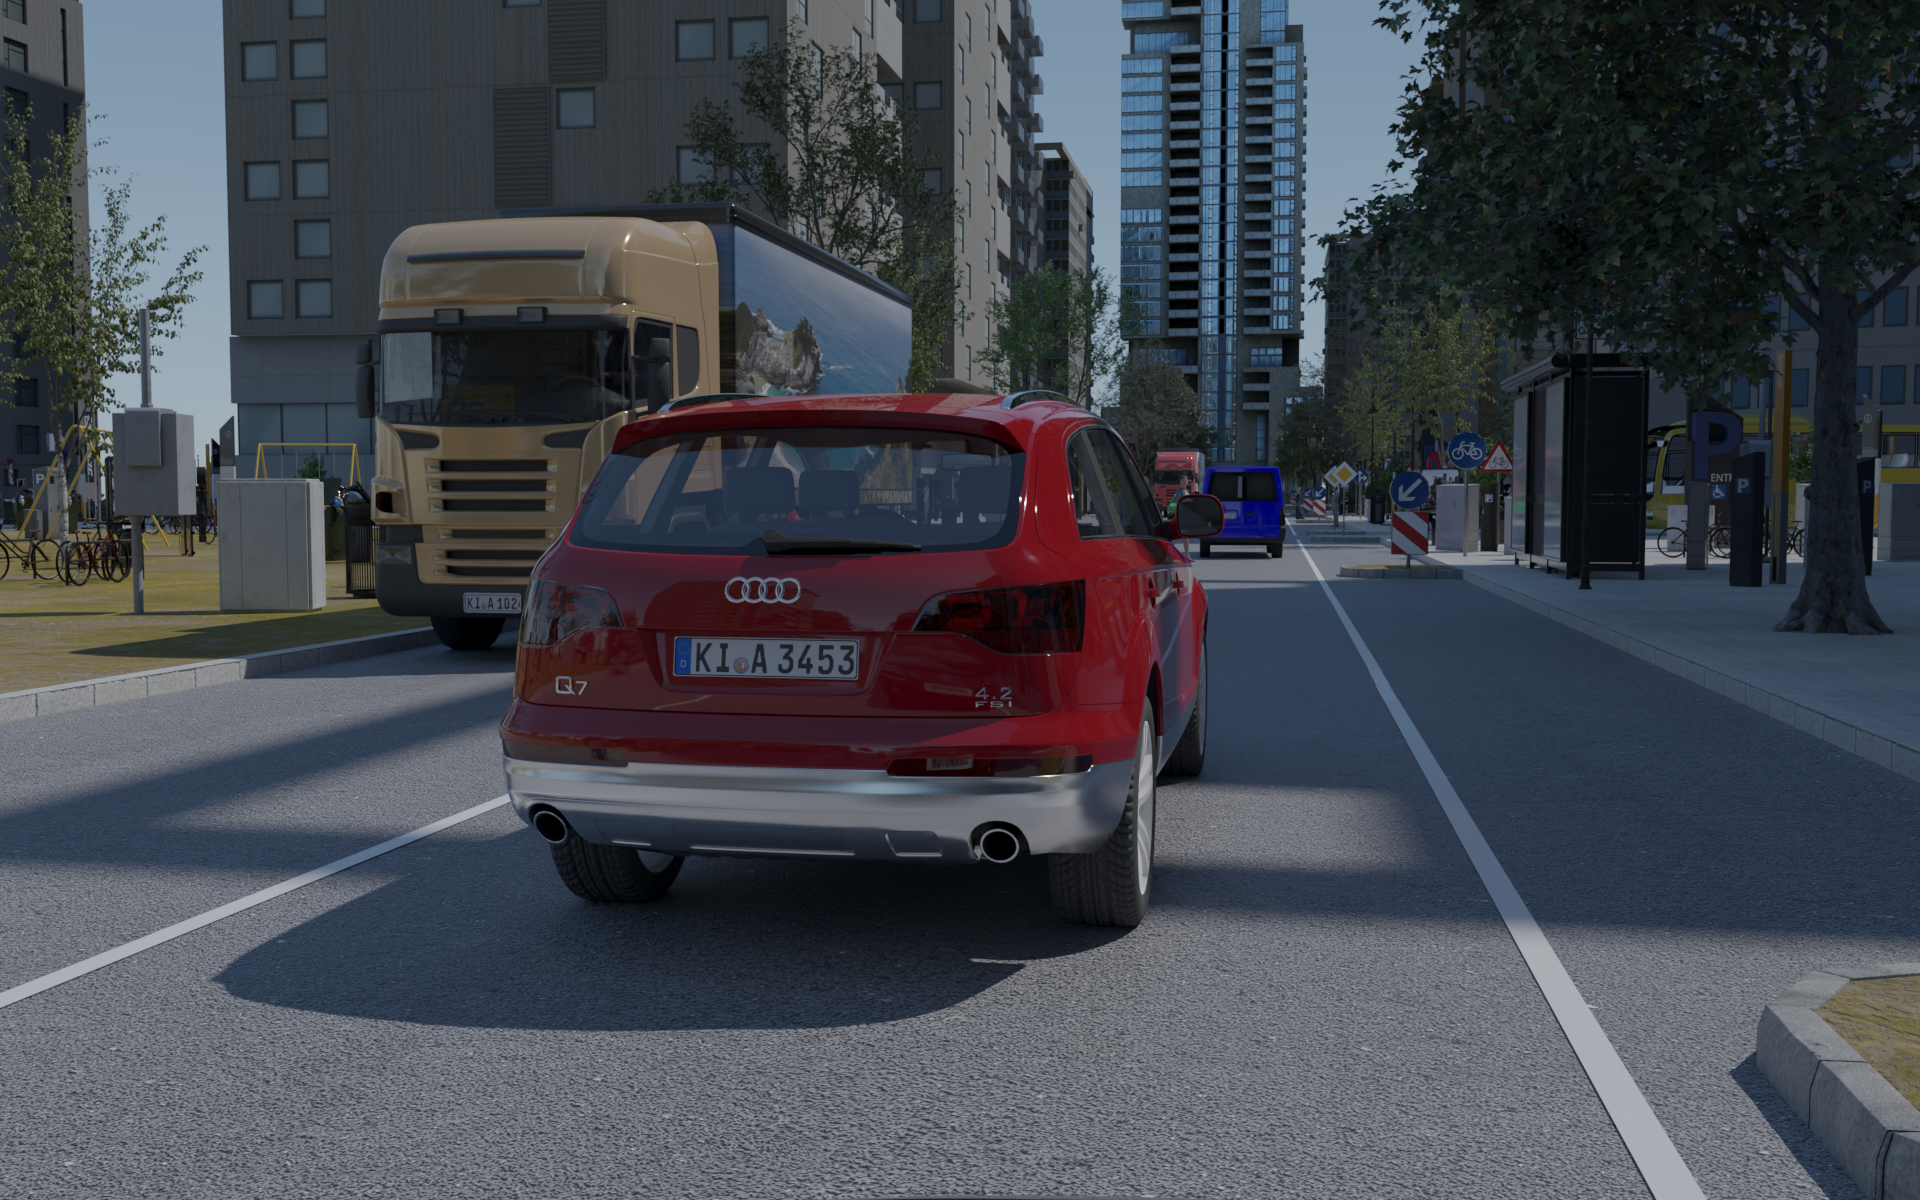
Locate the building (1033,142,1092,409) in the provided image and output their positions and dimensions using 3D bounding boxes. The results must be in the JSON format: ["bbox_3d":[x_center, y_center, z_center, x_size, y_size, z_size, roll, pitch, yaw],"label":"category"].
[{"bbox_3d":[1.462,-30.335,187.866,23.993,40.220,32.217,1,4,10],"label":"building"}]

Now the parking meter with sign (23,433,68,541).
[{"bbox_3d":[-25.639,-3.196,48.519,0.543,3.016,1.738,0,4,-3],"label":"parking meter with sign"}]

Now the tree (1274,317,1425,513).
[{"bbox_3d":[26.637,-12.693,117.898,12.009,13.543,11.850,0,3,0],"label":"tree"}]

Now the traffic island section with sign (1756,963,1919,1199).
[{"bbox_3d":[2.899,0.302,3.695,1.989,1.847,2.006,1,4,10],"label":"traffic island section with sign"}]

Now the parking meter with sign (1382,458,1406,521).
[{"bbox_3d":[20.972,-5.286,82.690,0.543,3.016,1.738,-2,4,-31],"label":"parking meter with sign"}]

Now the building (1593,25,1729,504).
[{"bbox_3d":[43.500,-32.514,73.598,28.212,58.520,21.231,1,4,10],"label":"building"}]

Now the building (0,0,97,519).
[{"bbox_3d":[-56.665,-19.559,91.483,14.107,30.474,14.160,1,4,10],"label":"building"}]

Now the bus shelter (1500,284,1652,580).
[{"bbox_3d":[10.639,-3.196,29.884,2.179,5.291,8.768,1,4,10],"label":"bus shelter"}]

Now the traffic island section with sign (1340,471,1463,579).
[{"bbox_3d":[7.673,-1.321,30.225,1.989,1.847,2.006,1,4,10],"label":"traffic island section with sign"}]

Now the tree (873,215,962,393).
[{"bbox_3d":[-1.773,-5.818,45.482,4.737,8.622,4.395,0,3,0],"label":"tree"}]

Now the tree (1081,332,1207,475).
[{"bbox_3d":[13.781,-13.487,130.877,12.009,13.543,11.850,0,3,0],"label":"tree"}]

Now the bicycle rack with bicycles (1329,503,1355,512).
[{"bbox_3d":[27.927,-6.781,124.246,2.925,0.926,2.852,-3,5,-44],"label":"bicycle rack with bicycles"}]

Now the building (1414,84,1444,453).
[{"bbox_3d":[58.968,-32.104,179.529,22.147,44.769,28.867,1,4,10],"label":"building"}]

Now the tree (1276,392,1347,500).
[{"bbox_3d":[35.566,-15.169,173.760,9.928,11.665,9.643,0,3,0],"label":"tree"}]

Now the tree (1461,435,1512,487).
[{"bbox_3d":[29.468,-6.891,96.374,4.285,4.588,4.351,0,3,0],"label":"tree"}]

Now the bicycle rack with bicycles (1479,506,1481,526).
[{"bbox_3d":[23.864,-3.890,76.987,2.852,0.926,2.925,2,4,27],"label":"bicycle rack with bicycles"}]

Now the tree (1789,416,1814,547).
[{"bbox_3d":[20.885,-2.912,42.214,1.663,3.219,1.824,0,3,0],"label":"tree"}]

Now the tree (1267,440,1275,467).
[{"bbox_3d":[41.172,-17.651,205.607,9.611,12.733,9.660,0,3,0],"label":"tree"}]

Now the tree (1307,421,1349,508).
[{"bbox_3d":[35.083,-13.118,164.848,4.360,8.622,3.978,0,3,0],"label":"tree"}]

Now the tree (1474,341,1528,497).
[{"bbox_3d":[26.107,-8.033,81.703,4.360,8.622,3.978,0,3,0],"label":"tree"}]

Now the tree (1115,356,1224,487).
[{"bbox_3d":[16.436,-13.855,143.533,9.611,12.733,9.660,0,3,0],"label":"tree"}]

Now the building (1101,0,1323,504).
[{"bbox_3d":[34.332,-56.642,238.764,31.000,86.520,22.319,1,4,10],"label":"building"}]

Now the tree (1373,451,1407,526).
[{"bbox_3d":[17.765,-4.642,70.492,1.663,3.219,1.824,0,3,0],"label":"tree"}]

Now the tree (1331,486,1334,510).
[{"bbox_3d":[30.937,-9.029,142.218,1.663,3.219,1.824,0,3,0],"label":"tree"}]

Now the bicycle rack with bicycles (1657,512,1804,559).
[{"bbox_3d":[15.924,-1.318,34.926,2.925,0.926,2.852,3,5,40],"label":"bicycle rack with bicycles"}]

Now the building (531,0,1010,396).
[{"bbox_3d":[-11.245,-32.724,124.275,28.713,52.752,27.495,1,4,10],"label":"building"}]

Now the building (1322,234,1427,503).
[{"bbox_3d":[62.565,-33.525,240.008,23.993,40.220,32.217,1,4,10],"label":"building"}]

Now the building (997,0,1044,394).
[{"bbox_3d":[-4.590,-32.795,155.802,23.786,49.044,30.456,1,4,10],"label":"building"}]

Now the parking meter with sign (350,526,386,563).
[{"bbox_3d":[-10.579,-2.221,32.570,1.738,3.016,0.543,-1,4,-9],"label":"parking meter with sign"}]

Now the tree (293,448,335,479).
[{"bbox_3d":[-26.937,-4.768,72.554,1.663,3.219,1.824,0,3,0],"label":"tree"}]

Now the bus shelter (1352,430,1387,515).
[{"bbox_3d":[25.306,-7.884,106.531,2.179,5.291,8.768,1,4,10],"label":"bus shelter"}]

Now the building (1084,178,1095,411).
[{"bbox_3d":[10.842,-36.077,239.966,14.200,45.320,14.600,1,4,10],"label":"building"}]

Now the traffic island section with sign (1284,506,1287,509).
[{"bbox_3d":[31.177,-9.317,160.968,1.989,1.847,2.006,1,4,10],"label":"traffic island section with sign"}]

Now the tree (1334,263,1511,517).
[{"bbox_3d":[13.217,-5.947,47.593,4.737,8.622,4.395,0,3,0],"label":"tree"}]

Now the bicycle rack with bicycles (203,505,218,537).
[{"bbox_3d":[-17.658,-1.895,44.360,2.925,0.926,2.852,3,4,39],"label":"bicycle rack with bicycles"}]

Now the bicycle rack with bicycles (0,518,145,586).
[{"bbox_3d":[-13.094,-0.731,25.337,2.852,0.926,2.925,1,4,9],"label":"bicycle rack with bicycles"}]

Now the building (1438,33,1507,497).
[{"bbox_3d":[51.801,-31.090,158.435,14.600,45.320,14.200,1,4,10],"label":"building"}]

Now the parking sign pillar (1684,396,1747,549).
[{"bbox_3d":[18.013,-3.230,41.280,1.447,3.967,1.447,0,4,3],"label":"parking sign pillar"}]

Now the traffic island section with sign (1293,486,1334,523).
[{"bbox_3d":[17.623,-4.704,85.543,1.989,1.847,2.006,1,4,10],"label":"traffic island section with sign"}]

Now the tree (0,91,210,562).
[{"bbox_3d":[-16.728,-5.027,32.552,4.737,8.622,4.395,0,3,0],"label":"tree"}]

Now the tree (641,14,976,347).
[{"bbox_3d":[-3.420,-6.143,34.856,8.767,10.594,7.601,1,4,19],"label":"tree"}]

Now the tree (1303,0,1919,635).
[{"bbox_3d":[8.066,-6.049,15.903,9.611,12.733,9.660,0,3,0],"label":"tree"}]

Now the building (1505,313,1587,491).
[{"bbox_3d":[45.914,-26.848,122.557,14.154,41.232,14.086,1,4,10],"label":"building"}]

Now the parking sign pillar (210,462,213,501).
[{"bbox_3d":[-57.839,-8.872,133.524,1.447,3.967,1.447,-3,5,-42],"label":"parking sign pillar"}]

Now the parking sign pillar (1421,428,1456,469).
[{"bbox_3d":[18.861,-4.880,68.261,1.447,3.967,1.447,0,4,5],"label":"parking sign pillar"}]

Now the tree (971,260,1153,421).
[{"bbox_3d":[4.327,-9.171,75.709,9.928,11.665,9.643,0,3,0],"label":"tree"}]

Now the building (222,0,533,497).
[{"bbox_3d":[-18.359,-30.600,89.556,28.713,52.752,27.495,1,4,10],"label":"building"}]

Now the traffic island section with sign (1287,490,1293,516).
[{"bbox_3d":[22.384,-6.327,112.076,1.989,1.847,2.006,1,4,10],"label":"traffic island section with sign"}]
